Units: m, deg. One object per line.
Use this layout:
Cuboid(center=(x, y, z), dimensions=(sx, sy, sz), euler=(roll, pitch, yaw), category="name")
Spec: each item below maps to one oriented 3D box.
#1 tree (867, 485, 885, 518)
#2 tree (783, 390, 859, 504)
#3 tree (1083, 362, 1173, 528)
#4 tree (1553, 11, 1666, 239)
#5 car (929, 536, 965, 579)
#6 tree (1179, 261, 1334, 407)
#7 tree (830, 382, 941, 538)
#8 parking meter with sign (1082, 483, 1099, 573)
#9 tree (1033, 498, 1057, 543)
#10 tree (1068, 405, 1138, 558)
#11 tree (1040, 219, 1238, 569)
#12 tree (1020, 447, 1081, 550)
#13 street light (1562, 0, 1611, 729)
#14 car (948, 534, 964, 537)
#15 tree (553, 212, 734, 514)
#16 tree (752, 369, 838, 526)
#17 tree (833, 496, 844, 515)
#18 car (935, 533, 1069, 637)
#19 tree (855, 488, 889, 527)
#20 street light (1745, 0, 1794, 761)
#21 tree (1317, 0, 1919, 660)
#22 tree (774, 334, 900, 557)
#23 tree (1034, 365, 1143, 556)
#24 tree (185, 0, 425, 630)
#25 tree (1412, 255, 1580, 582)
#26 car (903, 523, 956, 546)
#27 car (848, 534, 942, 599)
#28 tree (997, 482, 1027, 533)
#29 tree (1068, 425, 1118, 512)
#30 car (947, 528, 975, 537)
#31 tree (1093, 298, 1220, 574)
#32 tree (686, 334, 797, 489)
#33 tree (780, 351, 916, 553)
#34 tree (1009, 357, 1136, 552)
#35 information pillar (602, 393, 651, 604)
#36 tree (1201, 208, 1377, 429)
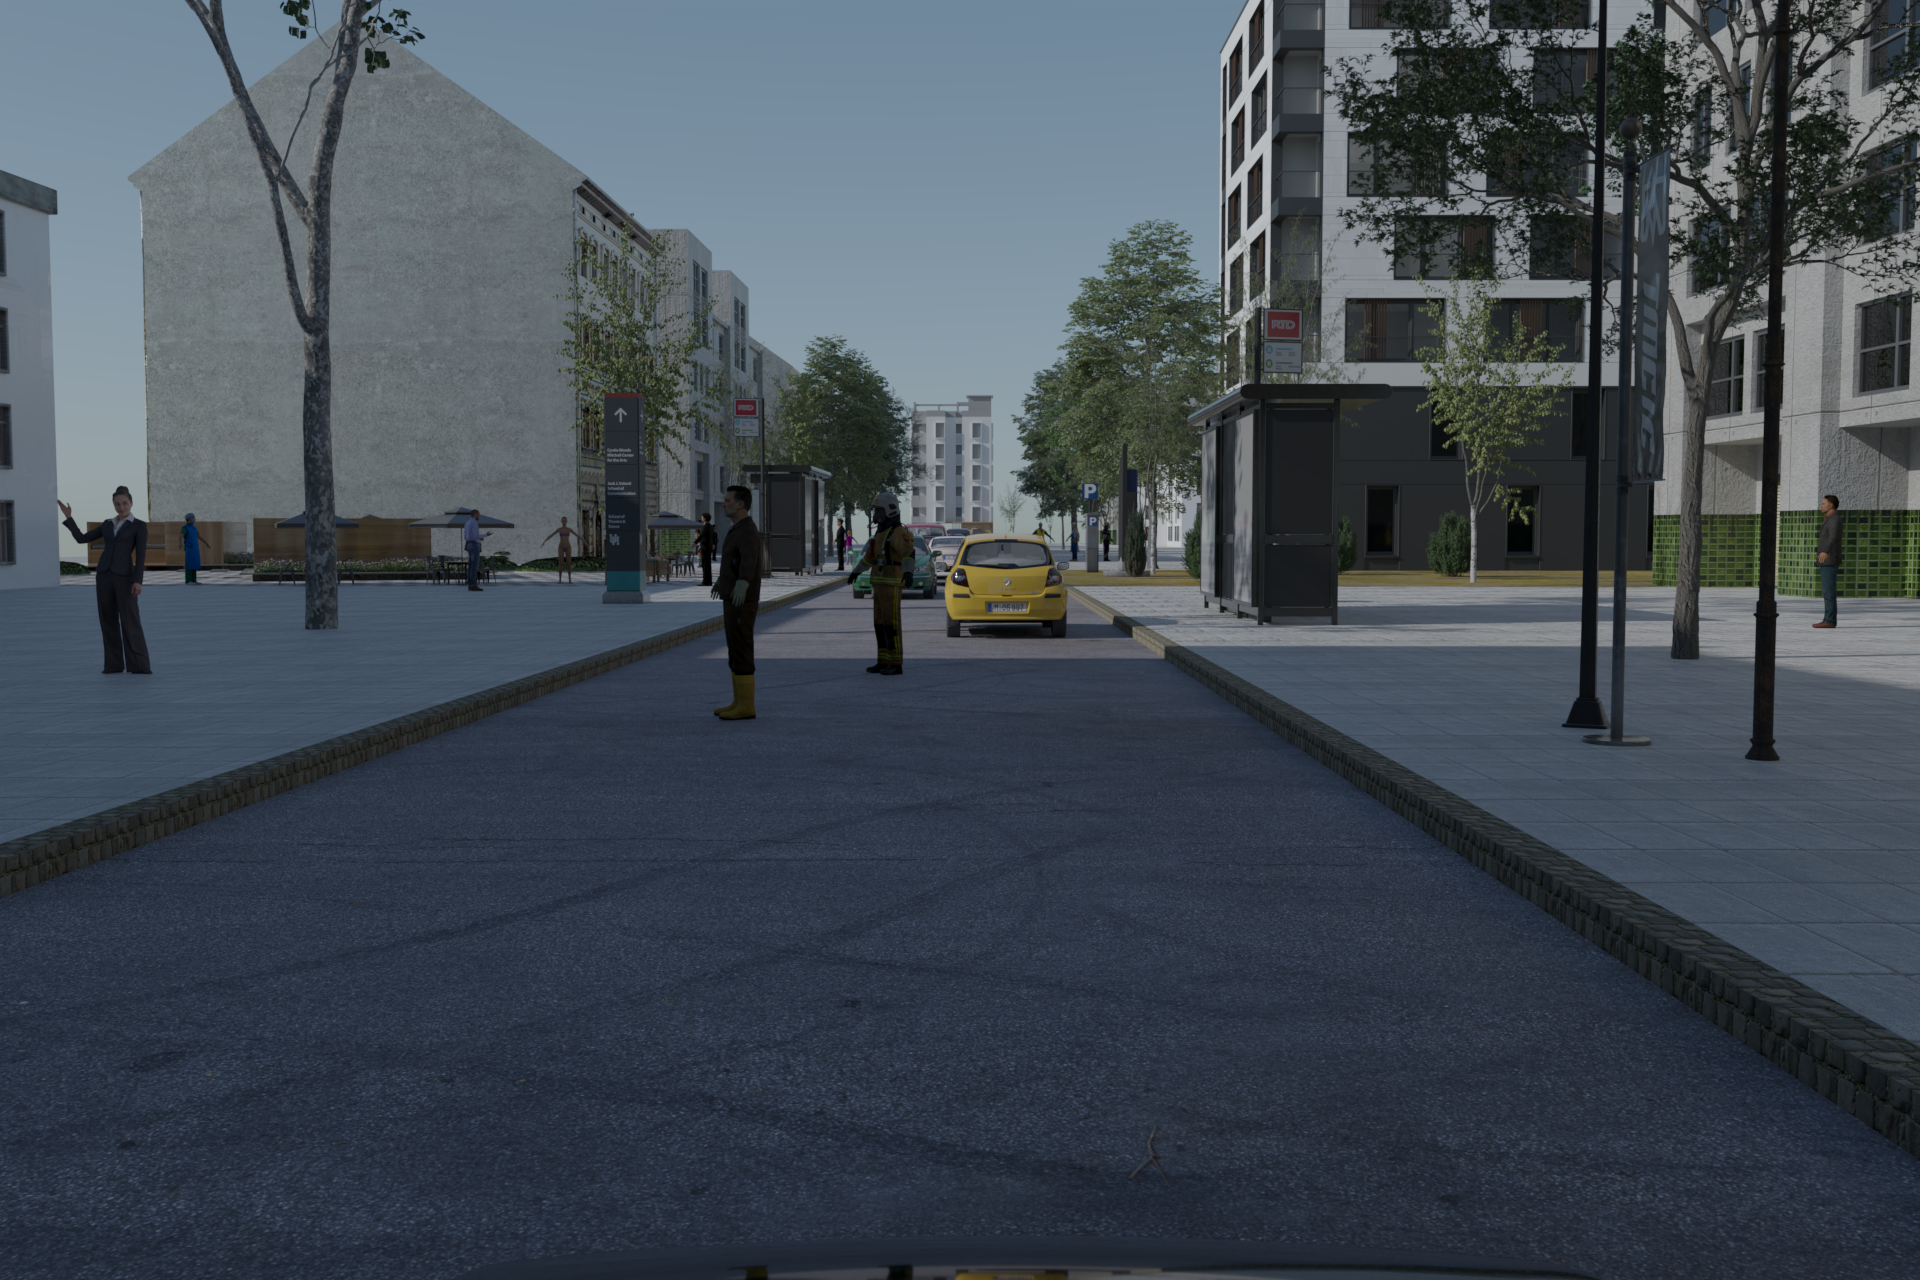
Cuboid(center=(-10.814, -17.679, 239.416), dimensions=(4.360, 8.622, 3.978), euler=(0, 3, 0), category="tree")
Cuboid(center=(-7.244, -8.470, 88.847), dimensions=(4.360, 8.622, 3.978), euler=(0, 3, 0), category="tree")
Cuboid(center=(7.768, -7.500, 72.988), dimensions=(4.360, 8.622, 3.978), euler=(0, 3, 0), category="tree")
Cuboid(center=(23.445, -11.854, 49.697), dimensions=(12.611, 20.169, 13.585), euler=(0, 3, 0), category="tree")
Cuboid(center=(-0.145, -2.264, 49.373), dimensions=(2.083, 1.381, 4.827), euler=(0, 4, 1), category="car")
Cuboid(center=(7.648, -5.955, 47.725), dimensions=(4.360, 8.622, 3.978), euler=(0, 3, 0), category="tree")
Cuboid(center=(-6.960, -13.572, 132.272), dimensions=(12.009, 13.543, 11.850), euler=(0, 3, 0), category="tree")
Cuboid(center=(4.435, -3.802, 58.421), dimensions=(0.543, 3.016, 1.738), euler=(0, 4, 0), category="parking meter with sign")
Cuboid(center=(12.566, -17.482, 236.195), dimensions=(4.360, 8.622, 3.978), euler=(0, 3, 0), category="tree")
Cuboid(center=(7.770, -8.727, 93.052), dimensions=(4.360, 8.622, 3.978), euler=(0, 3, 0), category="tree")
Cuboid(center=(6.683, -8.876, 63.246), dimensions=(7.486, 12.596, 7.792), euler=(0, 3, 0), category="tree")
Cuboid(center=(8.623, -12.708, 142.185), dimensions=(8.767, 10.594, 7.601), euler=(1, 4, 21), category="tree")
Cuboid(center=(4.724, -2.374, 11.357), dimensions=(1.470, 5.913, 1.316), euler=(0, 4, 0), category="street light")
Cuboid(center=(-0.380, -5.354, 97.318), dimensions=(2.009, 1.686, 4.222), euler=(0, 4, 1), category="car")
Cuboid(center=(-7.708, -5.532, 40.809), dimensions=(4.737, 8.622, 4.395), euler=(0, 3, 0), category="tree")
Cuboid(center=(-7.428, -7.761, 77.258), dimensions=(4.737, 8.622, 4.395), euler=(0, 3, 0), category="tree")
Cuboid(center=(-19.543, -20.112, 239.200), dimensions=(12.009, 13.543, 11.850), euler=(0, 3, 0), category="tree")
Cuboid(center=(0.635, -0.931, 25.446), dimensions=(2.015, 1.641, 3.980), euler=(0, 4, 0), category="car")
Cuboid(center=(-7.506, -12.078, 147.844), dimensions=(4.360, 8.622, 3.978), euler=(0, 3, 0), category="tree")
Cuboid(center=(4.572, -2.257, 9.691), dimensions=(0.468, 5.910, 1.993), euler=(0, 4, 1), category="street light")
Cuboid(center=(7.213, -5.068, 17.273), dimensions=(8.767, 10.594, 7.601), euler=(3, 5, 42), category="tree")
Cuboid(center=(-7.058, -11.058, 98.931), dimensions=(7.486, 12.596, 7.792), euler=(0, 3, 0), category="tree")
Cuboid(center=(7.934, -10.743, 101.411), dimensions=(9.928, 11.665, 9.643), euler=(0, 3, 0), category="tree")
Cuboid(center=(-9.829, -10.266, 23.733), dimensions=(12.611, 20.169, 13.585), euler=(0, 3, 0), category="tree")
Cuboid(center=(13.679, -5.818, 45.484), dimensions=(4.737, 8.622, 4.395), euler=(0, 3, 0), category="tree")
Cuboid(center=(-1.275, -3.199, 60.975), dimensions=(2.281, 1.827, 5.304), euler=(0, 4, 0), category="car")
Cuboid(center=(-1.464, -1.718, 39.889), dimensions=(2.131, 1.459, 4.920), euler=(0, 4, 0), category="car")
Cuboid(center=(7.668, -17.744, 240.482), dimensions=(4.360, 8.622, 3.978), euler=(0, 3, 0), category="tree")
Cuboid(center=(8.576, -9.777, 110.217), dimensions=(4.737, 8.622, 4.395), euler=(0, 3, 0), category="tree")
Cuboid(center=(-0.136, -6.472, 114.486), dimensions=(2.281, 1.827, 5.304), euler=(0, 4, 0), category="car")
Cuboid(center=(5.922, -6.397, 54.960), dimensions=(4.360, 8.622, 3.978), euler=(0, 3, 0), category="tree")
Cuboid(center=(-8.634, -6.997, 64.764), dimensions=(4.360, 8.622, 3.978), euler=(0, 3, 0), category="tree")
Cuboid(center=(-7.808, -13.014, 119.437), dimensions=(9.857, 13.997, 8.962), euler=(0, 3, 0), category="tree")
Cuboid(center=(8.186, -13.262, 123.481), dimensions=(9.857, 13.997, 8.962), euler=(0, 3, 0), category="tree")
Cuboid(center=(-6.199, -2.613, 32.104), dimensions=(0.750, 3.857, 0.750), euler=(0, 3, 0), category="information pillar")
Cuboid(center=(7.180, -5.470, 39.804), dimensions=(4.360, 8.622, 3.978), euler=(0, 3, 0), category="tree")
